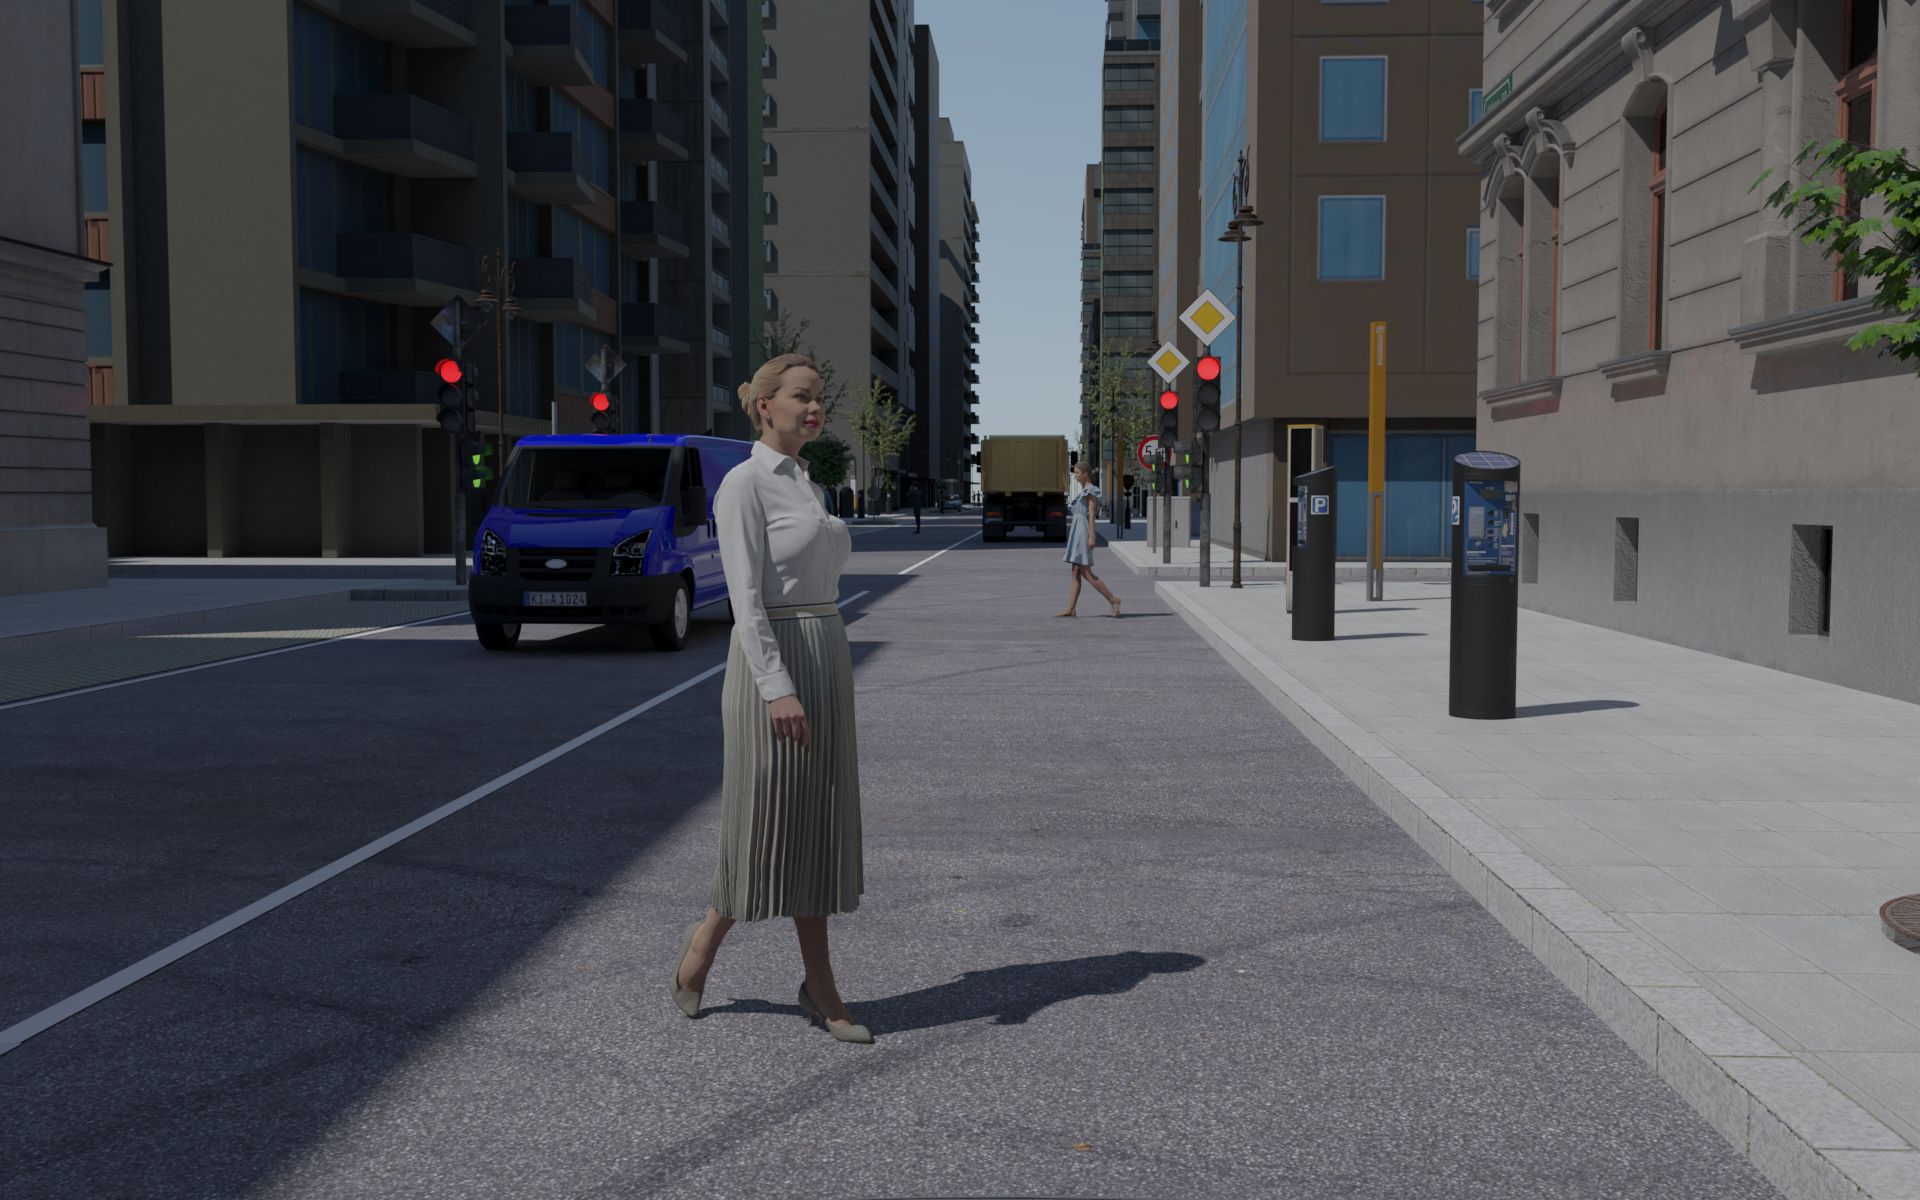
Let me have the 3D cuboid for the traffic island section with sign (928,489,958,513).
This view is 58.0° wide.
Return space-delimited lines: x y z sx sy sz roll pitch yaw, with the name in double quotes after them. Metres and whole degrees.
-1.382 -7.441 130.295 1.989 1.847 2.006 0 4 3 "traffic island section with sign"

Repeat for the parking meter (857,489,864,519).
-5.188 -5.021 90.509 0.372 1.533 0.369 0 3 0 "parking meter"

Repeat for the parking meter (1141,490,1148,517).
10.271 -5.371 96.232 0.372 1.533 0.369 0 3 0 "parking meter"

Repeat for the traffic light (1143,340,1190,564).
3.793 -2.622 31.791 0.839 4.253 0.868 0 4 3 "traffic light"

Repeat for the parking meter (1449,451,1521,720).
3.018 -0.095 9.965 0.372 1.533 0.369 0 3 0 "parking meter"

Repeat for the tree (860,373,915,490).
-5.056 -9.461 105.045 4.737 8.622 4.395 0 3 0 "tree"

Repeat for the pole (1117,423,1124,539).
4.614 -3.425 49.846 0.158 3.312 0.155 0 3 0 "pole"

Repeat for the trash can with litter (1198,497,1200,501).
10.998 -3.981 76.155 2.233 1.210 1.678 2 4 34 "trash can with litter"

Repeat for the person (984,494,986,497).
3.161 -11.749 200.696 1.348 1.812 0.705 -3 4 -37 "person"

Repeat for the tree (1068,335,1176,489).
7.541 -7.915 79.772 4.737 8.622 4.395 0 3 0 "tree"

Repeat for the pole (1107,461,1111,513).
9.180 -6.885 106.413 0.158 3.312 0.155 0 3 0 "pole"

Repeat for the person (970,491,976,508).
1.339 -10.618 182.626 0.750 1.759 0.617 1 4 13 "person"

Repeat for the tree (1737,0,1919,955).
3.273 -0.617 4.688 1.663 3.219 1.824 0 3 0 "tree"

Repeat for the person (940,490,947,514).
-1.192 -7.015 123.908 0.721 1.735 1.217 1 4 20 "person"

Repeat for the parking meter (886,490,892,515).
-4.440 -6.088 107.942 0.372 1.533 0.369 0 3 0 "parking meter"

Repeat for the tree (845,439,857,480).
-6.748 -6.235 85.649 4.285 4.588 4.351 0 3 0 "tree"

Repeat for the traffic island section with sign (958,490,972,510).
0.086 -9.124 157.798 1.989 1.847 2.006 0 4 3 "traffic island section with sign"

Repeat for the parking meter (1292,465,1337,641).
3.109 -0.416 15.207 0.372 1.533 0.369 0 3 0 "parking meter"

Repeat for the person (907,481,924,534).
-1.632 -3.369 62.948 0.474 1.900 0.648 2 4 28 "person"

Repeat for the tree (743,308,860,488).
-6.619 -7.191 67.941 4.737 8.622 4.395 0 3 0 "tree"

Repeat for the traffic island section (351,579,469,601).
-7.073 -0.135 24.496 2.009 0.180 2.903 0 4 3 "traffic island section"

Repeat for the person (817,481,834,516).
-3.992 -2.545 50.130 0.660 1.820 0.620 -1 4 -10 "person"

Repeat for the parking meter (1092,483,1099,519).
7.009 -5.120 89.421 0.399 1.863 0.255 0 4 -4 "parking meter"

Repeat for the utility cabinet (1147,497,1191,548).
5.011 -1.859 41.563 1.020 1.237 0.306 1 4 13 "utility cabinet"

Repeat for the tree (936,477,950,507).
-2.093 -11.072 175.632 1.663 3.219 1.824 0 3 0 "tree"

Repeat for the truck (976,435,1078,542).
2.104 -3.632 55.310 3.469 3.379 9.791 0 4 3 "truck"

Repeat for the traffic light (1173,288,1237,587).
3.364 -2.134 23.818 0.839 4.253 0.868 0 4 3 "traffic light"

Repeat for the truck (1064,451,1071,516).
6.202 -7.923 118.460 2.839 4.237 11.283 0 4 3 "truck"

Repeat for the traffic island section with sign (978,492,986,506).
3.140 -12.601 214.647 1.989 1.847 2.006 0 4 3 "traffic island section with sign"

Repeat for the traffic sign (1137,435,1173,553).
4.212 -2.283 37.436 0.768 2.556 0.104 1 4 11 "traffic sign"

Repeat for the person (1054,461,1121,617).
1.476 -0.699 20.030 0.778 1.811 0.616 0 4 7 "person"

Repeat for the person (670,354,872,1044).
-0.518 0.252 4.604 0.641 1.798 0.478 3 4 37 "person"

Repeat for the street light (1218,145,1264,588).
3.773 -3.097 23.431 0.468 5.910 1.993 0 4 3 "street light"

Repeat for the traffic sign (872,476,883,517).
-4.692 -5.890 98.437 0.606 2.300 0.079 0 4 8 "traffic sign"

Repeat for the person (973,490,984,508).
1.936 -10.444 179.240 1.348 1.826 0.705 -1 4 -19 "person"

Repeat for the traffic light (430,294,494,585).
-7.033 -2.167 24.359 0.839 4.253 0.868 0 4 3 "traffic light"

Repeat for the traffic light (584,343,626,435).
-6.604 -2.655 32.332 0.839 4.253 0.868 0 4 3 "traffic light"

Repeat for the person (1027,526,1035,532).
2.649 -3.469 65.883 0.731 1.740 0.598 2 4 35 "person"

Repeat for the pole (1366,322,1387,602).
4.965 -1.639 20.645 0.158 3.312 0.155 0 3 0 "pole"

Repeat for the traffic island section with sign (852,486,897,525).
-4.019 -4.455 81.473 1.989 1.847 2.006 0 4 3 "traffic island section with sign"

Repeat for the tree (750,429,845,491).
-7.526 -5.483 73.366 4.285 4.588 4.351 0 3 0 "tree"

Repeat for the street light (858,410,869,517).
-5.298 -7.503 95.467 0.468 5.910 1.993 0 4 3 "street light"

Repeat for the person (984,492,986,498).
3.218 -12.382 211.870 0.541 1.710 0.530 0 4 -7 "person"
